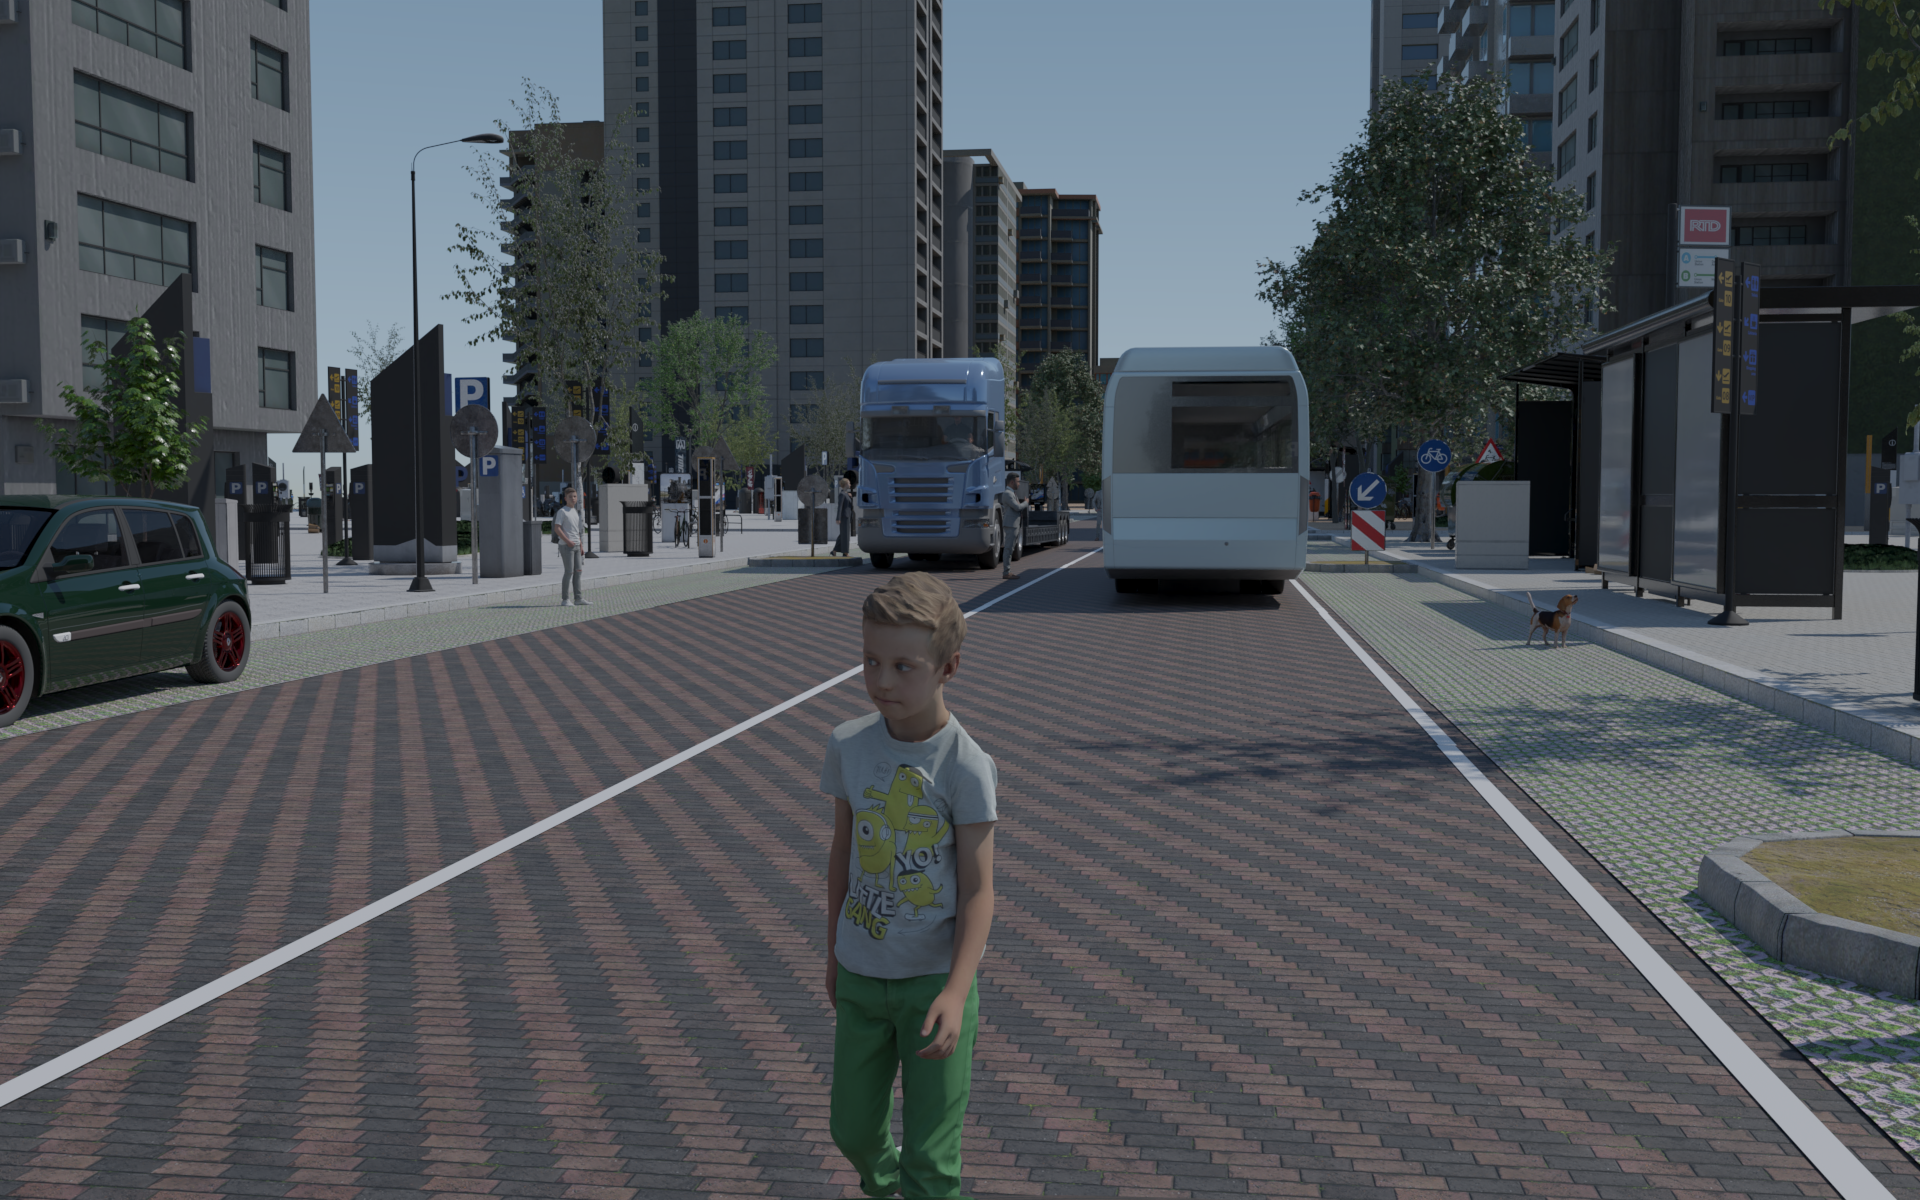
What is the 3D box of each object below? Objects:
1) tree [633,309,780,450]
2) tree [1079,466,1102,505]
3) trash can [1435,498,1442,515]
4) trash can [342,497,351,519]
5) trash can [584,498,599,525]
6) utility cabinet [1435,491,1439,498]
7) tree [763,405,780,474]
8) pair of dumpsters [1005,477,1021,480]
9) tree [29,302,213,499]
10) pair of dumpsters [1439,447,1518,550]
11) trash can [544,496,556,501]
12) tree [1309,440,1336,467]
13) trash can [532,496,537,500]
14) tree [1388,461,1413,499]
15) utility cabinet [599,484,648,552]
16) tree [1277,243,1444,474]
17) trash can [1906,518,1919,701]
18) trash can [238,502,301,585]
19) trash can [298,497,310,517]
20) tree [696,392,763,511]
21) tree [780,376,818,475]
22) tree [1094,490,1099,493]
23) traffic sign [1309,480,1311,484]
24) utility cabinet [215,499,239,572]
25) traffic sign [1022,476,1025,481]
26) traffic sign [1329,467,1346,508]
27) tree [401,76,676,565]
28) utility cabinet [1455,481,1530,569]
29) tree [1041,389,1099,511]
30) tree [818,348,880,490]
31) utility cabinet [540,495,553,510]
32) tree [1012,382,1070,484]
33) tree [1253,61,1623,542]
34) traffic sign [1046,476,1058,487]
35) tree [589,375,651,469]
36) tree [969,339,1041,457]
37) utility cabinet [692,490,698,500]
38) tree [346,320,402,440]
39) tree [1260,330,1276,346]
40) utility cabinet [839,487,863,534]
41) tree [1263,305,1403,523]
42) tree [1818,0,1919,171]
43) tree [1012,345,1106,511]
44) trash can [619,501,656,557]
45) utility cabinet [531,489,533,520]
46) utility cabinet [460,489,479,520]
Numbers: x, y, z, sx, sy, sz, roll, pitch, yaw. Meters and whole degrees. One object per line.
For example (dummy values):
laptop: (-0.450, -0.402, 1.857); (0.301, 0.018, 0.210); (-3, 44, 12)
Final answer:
tree: (-14.136, -10.426, 96.217); (9.928, 11.665, 9.643); (0, 3, 0)
tree: (12.601, -10.846, 161.044); (4.285, 4.588, 4.351); (0, 3, 0)
trash can: (28.826, -5.676, 104.459); (0.748, 1.137, 0.748); (0, 3, 0)
trash can: (-30.941, -4.643, 87.573); (0.748, 1.137, 0.748); (0, 3, 0)
trash can: (-15.300, -3.691, 72.005); (0.748, 1.137, 0.748); (0, 3, 0)
utility cabinet: (31.653, -6.548, 115.741); (0.318, 1.500, 1.173); (0, 4, -2)
tree: (-15.885, -11.143, 132.557); (4.737, 8.622, 4.395); (0, 3, 0)
pair of dumpsters: (2.468, -5.325, 89.550); (1.574, 2.255, 4.437); (1, 4, 8)
tree: (-8.079, -1.389, 17.309); (1.663, 3.219, 1.824); (0, 3, 0)
pair of dumpsters: (11.566, -2.161, 37.823); (1.574, 2.255, 4.437); (0, 4, 8)
trash can: (-26.555, -6.153, 112.257); (0.748, 1.137, 0.748); (0, 3, 0)
tree: (21.085, -9.547, 106.455); (4.737, 8.622, 4.395); (0, 3, 0)
trash can: (-27.609, -6.116, 111.643); (0.748, 1.137, 0.748); (0, 3, 0)
tree: (25.530, -6.437, 99.848); (1.663, 3.219, 1.824); (0, 3, 0)
utility cabinet: (-7.455, -1.816, 38.367); (0.318, 1.500, 1.173); (3, 4, 38)
tree: (15.919, -8.704, 68.073); (9.928, 11.665, 9.643); (0, 3, 0)
trash can: (5.964, 0.090, 10.179); (0.748, 1.137, 0.748); (0, 3, 0)
trash can: (-9.841, -0.793, 24.615); (0.748, 1.137, 0.748); (0, 3, 0)
trash can: (-36.268, -5.146, 95.793); (0.748, 1.137, 0.748); (0, 3, 0)
tree: (-17.440, -10.669, 124.807); (4.737, 8.622, 4.395); (0, 3, 0)
tree: (-8.415, -9.403, 104.096); (4.360, 8.622, 3.978); (0, 3, 0)
tree: (12.863, -10.657, 168.841); (1.663, 3.219, 1.824); (0, 3, 0)
traffic sign: (18.750, -5.788, 94.645); (0.884, 2.594, 0.081); (1, 4, 10)
utility cabinet: (-10.493, -0.778, 23.878); (1.020, 1.237, 0.306); (0, 4, 8)
traffic sign: (3.780, -6.630, 108.411); (0.884, 2.594, 0.081); (1, 4, 17)
traffic sign: (17.605, -4.933, 80.760); (0.768, 2.556, 0.104); (1, 4, 13)
tree: (-6.893, -4.917, 30.761); (4.360, 8.622, 3.978); (0, 3, 0)
utility cabinet: (9.059, -1.273, 29.489); (1.173, 1.500, 0.318); (1, 4, 11)
tree: (6.886, -10.422, 120.765); (4.737, 8.622, 4.395); (0, 3, 0)
tree: (-4.868, -8.438, 88.316); (4.360, 8.622, 3.978); (0, 3, 0)
utility cabinet: (-30.565, -7.155, 128.152); (0.306, 1.237, 1.020); (2, 4, 30)
tree: (5.205, -10.046, 114.613); (4.360, 8.622, 3.978); (0, 3, 0)
tree: (12.507, -7.895, 46.095); (9.611, 12.733, 9.660); (0, 3, 0)
traffic sign: (6.674, -7.680, 125.577); (0.884, 2.594, 0.081); (1, 4, 18)
tree: (-20.725, -9.531, 106.199); (4.737, 8.622, 4.395); (0, 3, 0)
tree: (1.392, -8.071, 82.326); (4.737, 8.622, 4.395); (0, 3, 0)
utility cabinet: (-14.089, -5.113, 92.283); (1.173, 1.500, 0.318); (1, 4, 11)
tree: (-24.009, -7.529, 73.463); (4.360, 8.622, 3.978); (0, 3, 0)
tree: (34.844, -21.190, 202.344); (12.611, 20.169, 13.585); (0, 3, 0)
utility cabinet: (-3.266, -2.799, 54.438); (1.173, 1.500, 0.318); (3, 5, 41)
tree: (16.615, -8.674, 76.228); (8.767, 10.594, 7.601); (1, 4, 12)
tree: (7.377, -3.729, 11.328); (4.737, 8.622, 4.395); (0, 3, 0)
tree: (8.166, -13.254, 133.713); (9.611, 12.733, 9.660); (0, 3, 0)
trash can: (-6.601, -1.458, 35.492); (0.748, 1.137, 0.748); (0, 3, 0)
utility cabinet: (-19.331, -4.108, 75.840); (1.173, 1.500, 0.318); (0, 4, -7)
utility cabinet: (-22.239, -4.273, 78.548); (1.173, 1.500, 0.318); (3, 5, 44)
